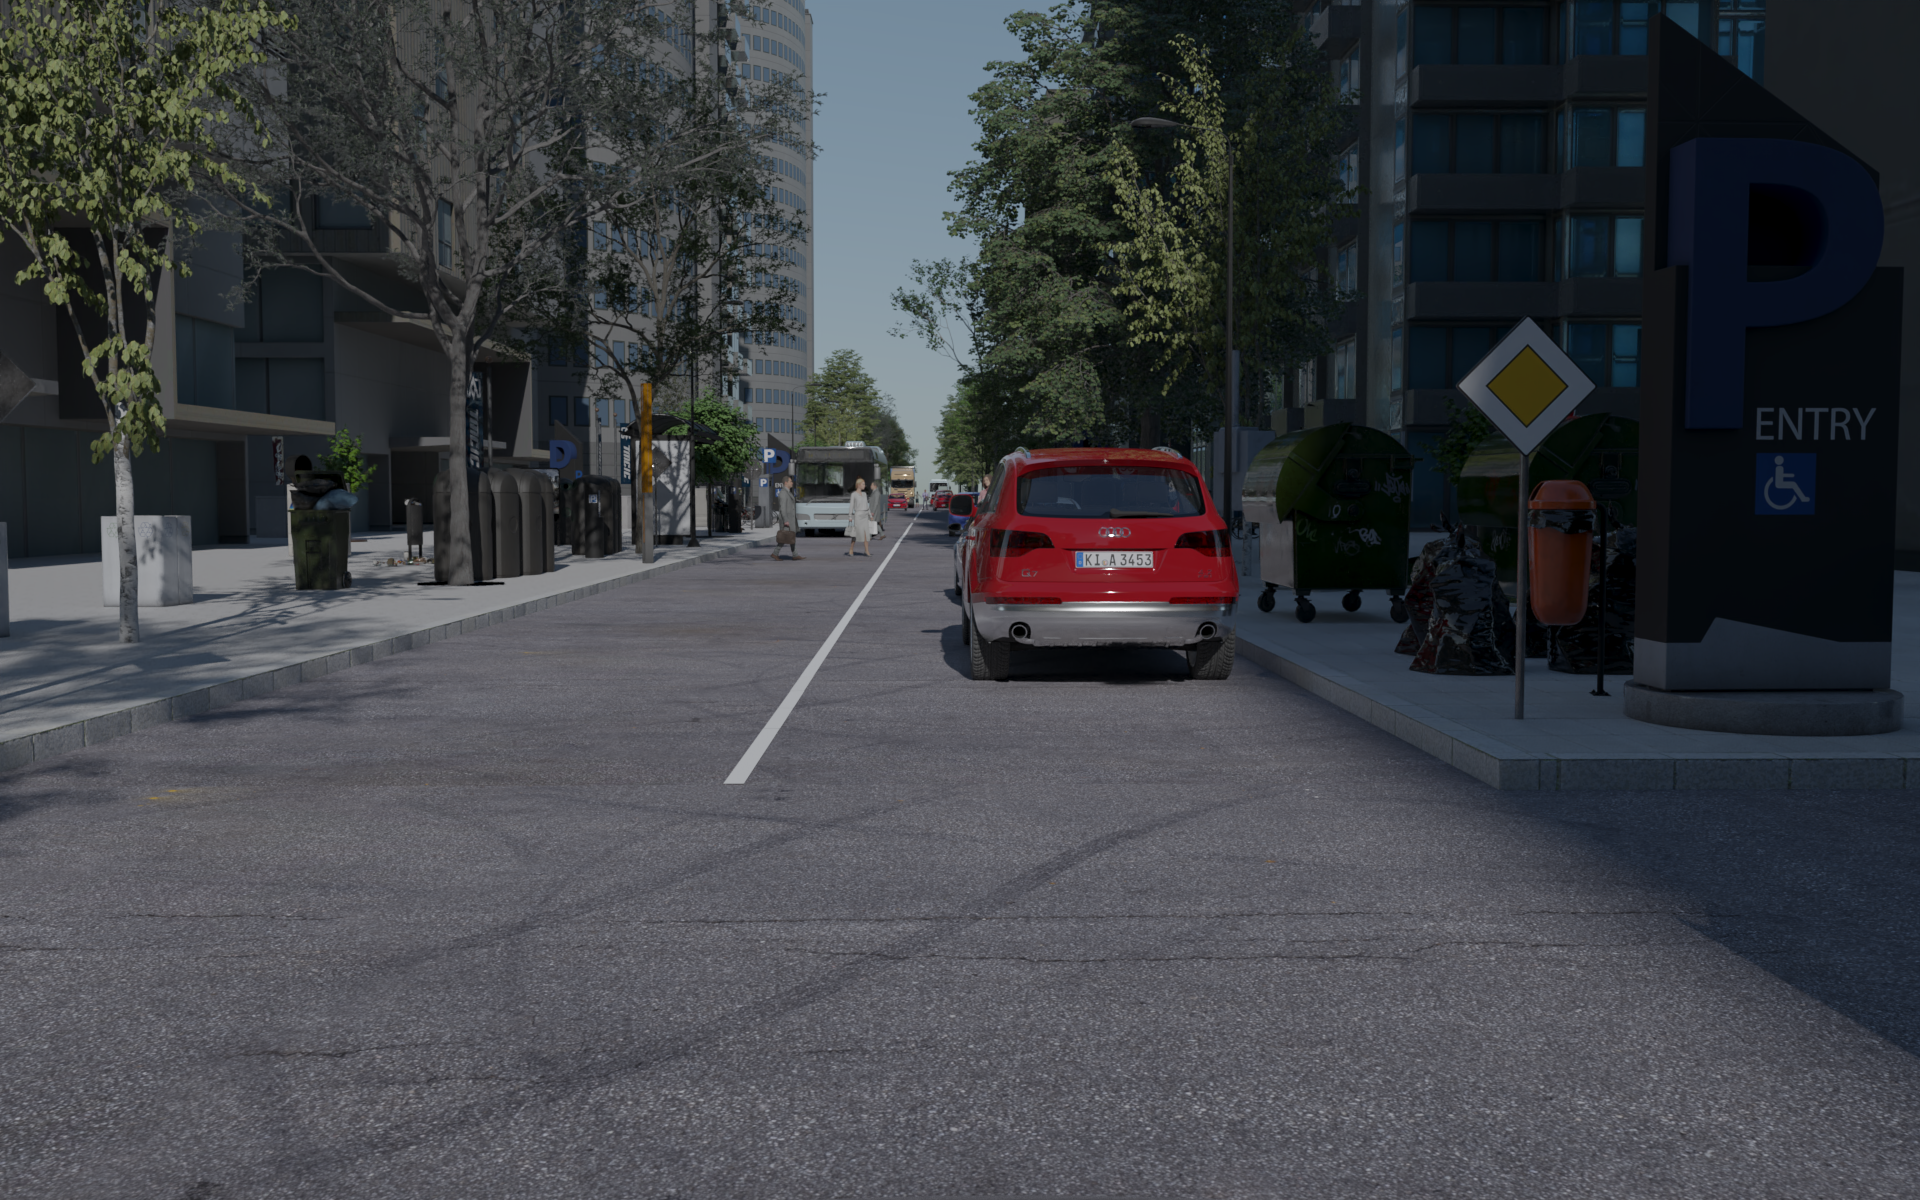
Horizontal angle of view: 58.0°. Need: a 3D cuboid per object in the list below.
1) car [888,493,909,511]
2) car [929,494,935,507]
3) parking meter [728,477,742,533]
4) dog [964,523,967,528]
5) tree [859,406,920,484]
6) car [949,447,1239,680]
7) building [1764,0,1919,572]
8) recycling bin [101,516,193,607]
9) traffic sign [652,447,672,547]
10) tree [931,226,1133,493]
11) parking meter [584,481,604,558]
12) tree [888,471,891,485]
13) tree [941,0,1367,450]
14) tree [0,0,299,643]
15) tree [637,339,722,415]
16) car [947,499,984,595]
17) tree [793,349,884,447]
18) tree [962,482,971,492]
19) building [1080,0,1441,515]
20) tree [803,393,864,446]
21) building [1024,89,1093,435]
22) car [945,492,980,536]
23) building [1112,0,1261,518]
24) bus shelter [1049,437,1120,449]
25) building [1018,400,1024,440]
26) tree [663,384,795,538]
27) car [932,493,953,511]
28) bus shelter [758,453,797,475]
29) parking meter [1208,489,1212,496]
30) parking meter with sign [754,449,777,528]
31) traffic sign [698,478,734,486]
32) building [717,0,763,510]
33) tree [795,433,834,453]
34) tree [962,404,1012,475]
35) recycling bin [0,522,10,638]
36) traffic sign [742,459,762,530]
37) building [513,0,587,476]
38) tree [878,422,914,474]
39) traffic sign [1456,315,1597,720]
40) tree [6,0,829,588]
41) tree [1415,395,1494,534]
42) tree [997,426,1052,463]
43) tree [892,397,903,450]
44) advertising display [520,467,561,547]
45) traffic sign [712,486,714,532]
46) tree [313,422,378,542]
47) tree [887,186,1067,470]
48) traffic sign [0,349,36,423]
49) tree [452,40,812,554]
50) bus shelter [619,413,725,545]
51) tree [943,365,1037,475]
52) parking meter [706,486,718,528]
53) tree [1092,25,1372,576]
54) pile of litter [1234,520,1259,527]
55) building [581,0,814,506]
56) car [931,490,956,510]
[{"bbox_3d":[-5.423,-8.549,148.809,2.155,1.783,4.494,0,4,-2],"label":"car"},{"bbox_3d":[-2.585,-11.685,200.087,2.155,1.783,4.494,0,4,-3],"label":"car"},{"bbox_3d":[-7.379,-3.128,56.860,0.399,1.863,0.255,1,4,20],"label":"parking meter"},{"bbox_3d":[0.160,-1.321,38.434,0.513,0.831,0.800,1,4,9],"label":"dog"},{"bbox_3d":[-10.665,-18.763,223.789,9.611,12.733,9.660,0,3,0],"label":"tree"},{"bbox_3d":[1.053,-0.379,14.878,2.281,1.827,5.304,0,4,-1],"label":"car"},{"bbox_3d":[26.200,-24.764,28.598,21.600,48.544,21.300,0,4,-1],"label":"building"},{"bbox_3d":[-9.366,-0.454,19.971,0.722,1.027,0.722,0,4,4],"label":"recycling bin"},{"bbox_3d":[-7.378,-2.499,42.052,0.795,2.450,0.064,0,4,1],"label":"traffic sign"},{"bbox_3d":[3.723,-9.256,69.469,7.486,12.596,7.792,0,3,0],"label":"tree"},{"bbox_3d":[-7.338,-1.610,34.734,0.372,1.533,0.369,0,3,0],"label":"parking meter"},{"bbox_3d":[-8.813,-12.545,188.828,4.285,4.588,4.351,0,3,0],"label":"tree"},{"bbox_3d":[4.256,-8.065,38.519,9.857,13.997,8.962,0,3,0],"label":"tree"},{"bbox_3d":[-7.325,-3.924,14.521,4.737,8.622,4.395,0,3,0],"label":"tree"},{"bbox_3d":[-12.909,-7.843,78.599,4.360,8.622,3.978,0,3,0],"label":"tree"},{"bbox_3d":[0.855,-0.676,23.059,2.014,1.417,4.499,0,4,-3],"label":"car"},{"bbox_3d":[-9.380,-13.287,135.375,7.486,12.596,7.792,0,3,0],"label":"tree"},{"bbox_3d":[1.008,-12.779,203.544,1.663,3.219,1.824,0,3,0],"label":"tree"},{"bbox_3d":[21.176,-31.604,136.335,23.786,49.044,30.456,0,4,-1],"label":"building"},{"bbox_3d":[-8.866,-10.658,124.614,4.737,8.622,4.395,0,3,0],"label":"tree"},{"bbox_3d":[18.792,-35.512,204.316,21.300,48.544,21.600,0,4,-1],"label":"building"},{"bbox_3d":[0.450,-3.076,59.885,1.945,1.707,3.694,0,3,0],"label":"car"},{"bbox_3d":[22.124,-48.432,104.532,22.319,86.520,31.000,0,4,-1],"label":"building"},{"bbox_3d":[4.136,-3.973,58.887,2.014,3.302,5.546,0,4,-1],"label":"bus shelter"},{"bbox_3d":[21.847,-23.569,230.396,27.650,21.520,28.899,0,4,-1],"label":"building"},{"bbox_3d":[-7.511,-4.133,51.287,4.285,4.588,4.351,0,3,0],"label":"tree"},{"bbox_3d":[-1.316,-8.362,145.751,2.155,1.783,4.494,0,4,-2],"label":"car"},{"bbox_3d":[-8.095,-5.275,80.170,2.014,3.302,5.546,0,4,-1],"label":"bus shelter"},{"bbox_3d":[10.959,-4.177,76.707,0.372,1.533,0.369,0,3,0],"label":"parking meter"},{"bbox_3d":[-7.387,-4.237,65.533,0.543,3.016,1.738,0,4,6],"label":"parking meter with sign"},{"bbox_3d":[-8.390,-3.774,55.579,2.265,3.308,0.079,0,4,6],"label":"traffic sign"},{"bbox_3d":[-27.348,-31.041,127.133,23.786,49.044,30.456,0,4,-1],"label":"building"},{"bbox_3d":[-7.876,-6.682,92.956,4.285,4.588,4.351,0,3,0],"label":"tree"},{"bbox_3d":[2.226,-10.742,125.989,4.360,8.622,3.978,0,3,0],"label":"tree"},{"bbox_3d":[-8.954,-0.167,15.292,0.722,1.027,0.722,1,4,11],"label":"recycling bin"},{"bbox_3d":[-7.452,-3.780,61.902,0.768,2.556,0.104,1,4,8],"label":"traffic sign"},{"bbox_3d":[-25.917,-33.981,97.584,21.231,58.520,28.212,0,4,-1],"label":"building"},{"bbox_3d":[-9.422,-16.819,209.396,8.767,10.594,7.601,2,4,24],"label":"tree"},{"bbox_3d":[3.185,-0.377,9.810,0.795,2.450,0.064,0,4,-1],"label":"traffic sign"},{"bbox_3d":[-7.062,-6.956,24.107,12.009,13.543,11.850,0,3,0],"label":"tree"},{"bbox_3d":[8.667,-2.104,29.003,1.663,3.219,1.824,0,3,0],"label":"tree"},{"bbox_3d":[3.397,-5.824,78.931,4.285,4.588,4.351,0,3,0],"label":"tree"},{"bbox_3d":[-9.695,-15.208,159.014,12.009,13.543,11.850,0,3,0],"label":"tree"},{"bbox_3d":[-10.219,-2.258,42.127,0.974,1.923,0.123,-1,4,-16],"label":"advertising display"},{"bbox_3d":[-8.348,-3.573,58.523,0.768,2.556,0.104,0,4,1],"label":"traffic sign"},{"bbox_3d":[-16.368,-3.174,46.502,1.663,3.219,1.824,0,3,0],"label":"tree"},{"bbox_3d":[1.370,-15.473,108.875,12.611,20.169,13.585,0,3,0],"label":"tree"},{"bbox_3d":[-5.558,-0.370,9.691,0.795,2.450,0.064,0,4,-1],"label":"traffic sign"},{"bbox_3d":[-6.928,-6.251,36.616,8.767,10.594,7.601,1,4,8],"label":"tree"},{"bbox_3d":[-7.568,-3.191,46.095,2.014,3.302,5.546,0,4,-1],"label":"bus shelter"},{"bbox_3d":[2.170,-12.854,135.913,9.928,11.665,9.643,0,3,0],"label":"tree"},{"bbox_3d":[-9.252,-3.601,64.586,0.399,1.863,0.255,-2,4,-28],"label":"parking meter"},{"bbox_3d":[4.250,-4.679,26.865,4.737,8.622,4.395,0,3,0],"label":"tree"},{"bbox_3d":[11.050,-3.176,65.898,1.719,0.858,1.176,3,5,40],"label":"pile of litter"},{"bbox_3d":[-27.466,-39.603,189.506,21.231,58.520,28.212,0,4,-1],"label":"building"},{"bbox_3d":[-1.431,-8.991,155.671,2.281,1.827,5.304,0,4,-1],"label":"car"}]
